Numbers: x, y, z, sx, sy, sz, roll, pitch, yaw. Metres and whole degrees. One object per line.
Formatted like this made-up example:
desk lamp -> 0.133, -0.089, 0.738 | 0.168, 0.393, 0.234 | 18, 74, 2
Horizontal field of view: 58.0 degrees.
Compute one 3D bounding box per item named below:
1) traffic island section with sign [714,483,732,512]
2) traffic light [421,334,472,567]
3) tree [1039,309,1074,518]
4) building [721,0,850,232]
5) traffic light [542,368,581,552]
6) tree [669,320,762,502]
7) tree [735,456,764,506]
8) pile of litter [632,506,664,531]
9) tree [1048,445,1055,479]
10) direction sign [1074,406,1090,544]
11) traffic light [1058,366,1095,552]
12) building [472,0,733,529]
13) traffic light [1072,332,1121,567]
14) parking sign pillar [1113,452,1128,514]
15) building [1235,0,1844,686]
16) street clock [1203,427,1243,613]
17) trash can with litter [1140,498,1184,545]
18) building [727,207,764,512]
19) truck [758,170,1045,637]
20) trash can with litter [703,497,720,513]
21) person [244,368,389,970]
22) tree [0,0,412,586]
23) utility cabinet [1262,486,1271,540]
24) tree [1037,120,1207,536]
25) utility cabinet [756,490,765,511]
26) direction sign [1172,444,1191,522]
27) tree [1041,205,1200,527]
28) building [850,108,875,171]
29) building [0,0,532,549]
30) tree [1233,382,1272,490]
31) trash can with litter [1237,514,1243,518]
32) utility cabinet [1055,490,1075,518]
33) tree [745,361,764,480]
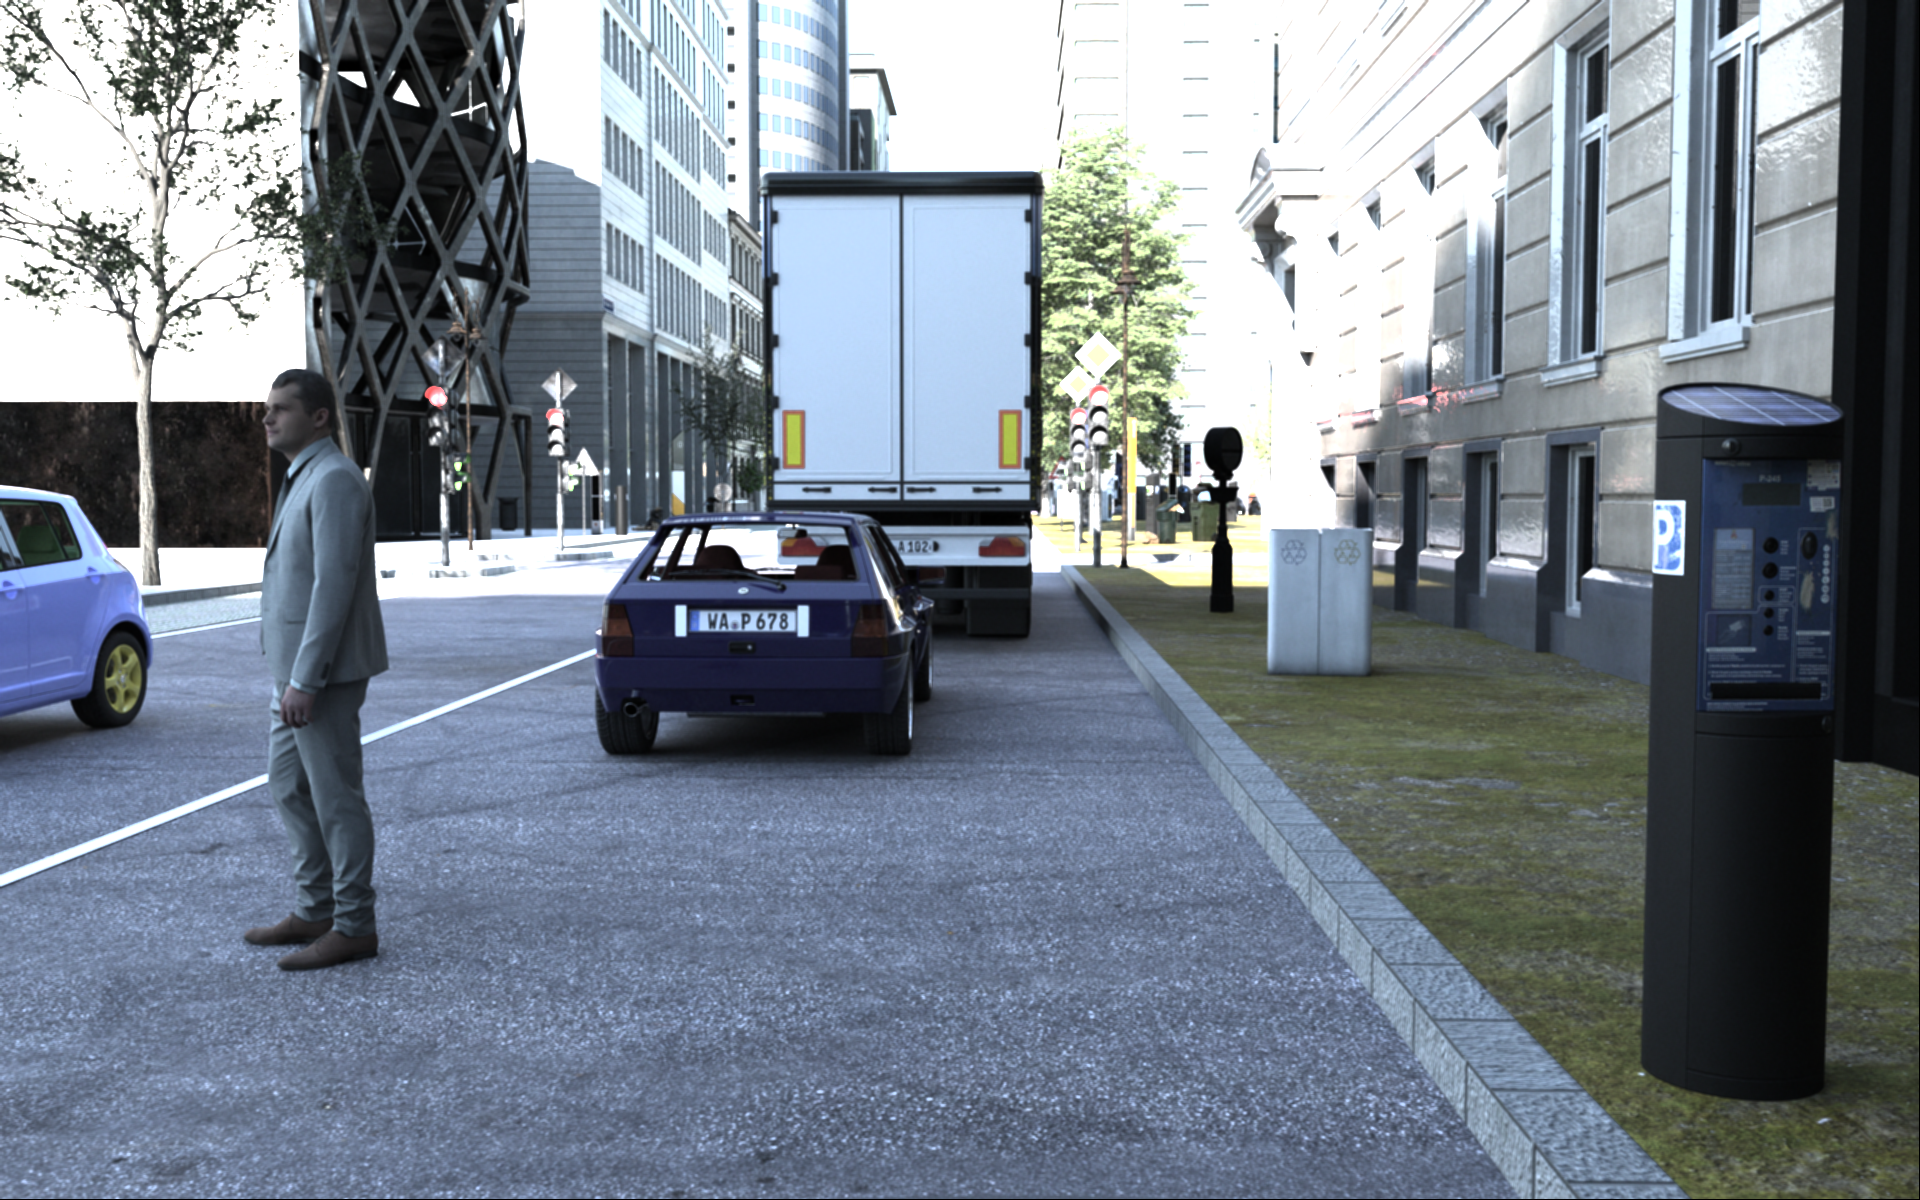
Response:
traffic island section with sign -> -8.376, -3.208, 61.072 | 1.989, 1.847, 2.006 | 0, 4, 1
traffic light -> -9.075, -2.543, 30.502 | 0.839, 4.253, 0.868 | 0, 4, 1
tree -> 4.669, -11.458, 93.990 | 9.857, 13.997, 8.962 | 0, 3, 0
building -> -21.663, -37.628, 157.209 | 21.231, 58.520, 28.212 | 0, 4, 1
traffic light -> -8.878, -3.031, 38.484 | 0.839, 4.253, 0.868 | 0, 4, 1
tree -> -10.074, -7.482, 72.695 | 4.360, 8.622, 3.978 | 0, 3, 0
tree -> -10.457, -5.643, 86.858 | 1.663, 3.219, 1.824 | 0, 3, 0
pile of litter -> -10.813, -2.858, 60.689 | 1.176, 0.858, 1.719 | -2, 4, -33
tree -> 5.677, -11.820, 143.617 | 4.737, 8.622, 4.395 | 0, 3, 0
direction sign -> 3.153, -3.231, 44.830 | 0.379, 3.537, 0.876 | -1, 4, -23
traffic light -> 2.581, -3.015, 38.219 | 0.839, 4.253, 0.868 | 0, 4, 1
building -> -18.088, -18.359, 77.668 | 11.434, 29.767, 29.804 | 0, 4, 1
traffic light -> 2.384, -2.527, 30.236 | 0.839, 4.253, 0.868 | 0, 4, 1
parking sign pillar -> 10.421, -7.396, 109.392 | 1.447, 3.967, 1.447 | 2, 4, 24
building -> 10.988, -14.166, 17.520 | 13.634, 28.700, 20.117 | 0, 4, 1
street clock -> 2.853, -0.871, 18.810 | 0.358, 2.002, 0.471 | 3, 4, 39
trash can with litter -> 5.132, -2.001, 44.097 | 1.055, 1.170, 0.624 | -2, 4, -35
building -> -16.832, -14.565, 102.763 | 10.561, 19.102, 19.286 | 0, 4, 1
truck -> -0.345, -1.941, 20.654 | 2.839, 4.237, 11.283 | 0, 4, 2
trash can with litter -> -10.087, -3.676, 71.486 | 0.624, 1.170, 1.055 | 1, 4, 22
person -> -1.965, 0.200, 5.325 | 0.391, 1.810, 0.635 | -2, 4, -32
tree -> -11.428, -5.451, 23.542 | 8.767, 10.594, 7.601 | 1, 4, 20
utility cabinet -> 8.641, -2.333, 46.829 | 0.318, 1.500, 1.173 | -2, 4, -29
tree -> 3.922, -8.256, 53.112 | 7.486, 12.596, 7.792 | 0, 3, 0
utility cabinet -> -10.591, -5.230, 94.185 | 0.318, 1.500, 1.173 | 2, 4, 34
direction sign -> 10.003, -5.276, 78.253 | 0.876, 3.537, 0.379 | 1, 4, 23
tree -> 4.769, -9.166, 66.873 | 9.611, 12.733, 9.660 | 0, 3, 0
building -> -16.200, -30.283, 178.718 | 14.154, 41.232, 14.086 | 0, 4, 1
building -> -21.065, -11.071, 48.455 | 16.820, 18.784, 16.811 | 0, 4, 1
tree -> 19.697, -9.773, 110.154 | 4.737, 8.622, 4.395 | 0, 3, 0
trash can with litter -> 14.195, -5.044, 93.521 | 2.233, 1.210, 1.678 | 0, 4, 4
utility cabinet -> 5.798, -5.115, 92.312 | 1.173, 1.500, 0.318 | -2, 4, -27
tree -> -9.687, -8.647, 91.743 | 4.737, 8.622, 4.395 | 0, 3, 0
